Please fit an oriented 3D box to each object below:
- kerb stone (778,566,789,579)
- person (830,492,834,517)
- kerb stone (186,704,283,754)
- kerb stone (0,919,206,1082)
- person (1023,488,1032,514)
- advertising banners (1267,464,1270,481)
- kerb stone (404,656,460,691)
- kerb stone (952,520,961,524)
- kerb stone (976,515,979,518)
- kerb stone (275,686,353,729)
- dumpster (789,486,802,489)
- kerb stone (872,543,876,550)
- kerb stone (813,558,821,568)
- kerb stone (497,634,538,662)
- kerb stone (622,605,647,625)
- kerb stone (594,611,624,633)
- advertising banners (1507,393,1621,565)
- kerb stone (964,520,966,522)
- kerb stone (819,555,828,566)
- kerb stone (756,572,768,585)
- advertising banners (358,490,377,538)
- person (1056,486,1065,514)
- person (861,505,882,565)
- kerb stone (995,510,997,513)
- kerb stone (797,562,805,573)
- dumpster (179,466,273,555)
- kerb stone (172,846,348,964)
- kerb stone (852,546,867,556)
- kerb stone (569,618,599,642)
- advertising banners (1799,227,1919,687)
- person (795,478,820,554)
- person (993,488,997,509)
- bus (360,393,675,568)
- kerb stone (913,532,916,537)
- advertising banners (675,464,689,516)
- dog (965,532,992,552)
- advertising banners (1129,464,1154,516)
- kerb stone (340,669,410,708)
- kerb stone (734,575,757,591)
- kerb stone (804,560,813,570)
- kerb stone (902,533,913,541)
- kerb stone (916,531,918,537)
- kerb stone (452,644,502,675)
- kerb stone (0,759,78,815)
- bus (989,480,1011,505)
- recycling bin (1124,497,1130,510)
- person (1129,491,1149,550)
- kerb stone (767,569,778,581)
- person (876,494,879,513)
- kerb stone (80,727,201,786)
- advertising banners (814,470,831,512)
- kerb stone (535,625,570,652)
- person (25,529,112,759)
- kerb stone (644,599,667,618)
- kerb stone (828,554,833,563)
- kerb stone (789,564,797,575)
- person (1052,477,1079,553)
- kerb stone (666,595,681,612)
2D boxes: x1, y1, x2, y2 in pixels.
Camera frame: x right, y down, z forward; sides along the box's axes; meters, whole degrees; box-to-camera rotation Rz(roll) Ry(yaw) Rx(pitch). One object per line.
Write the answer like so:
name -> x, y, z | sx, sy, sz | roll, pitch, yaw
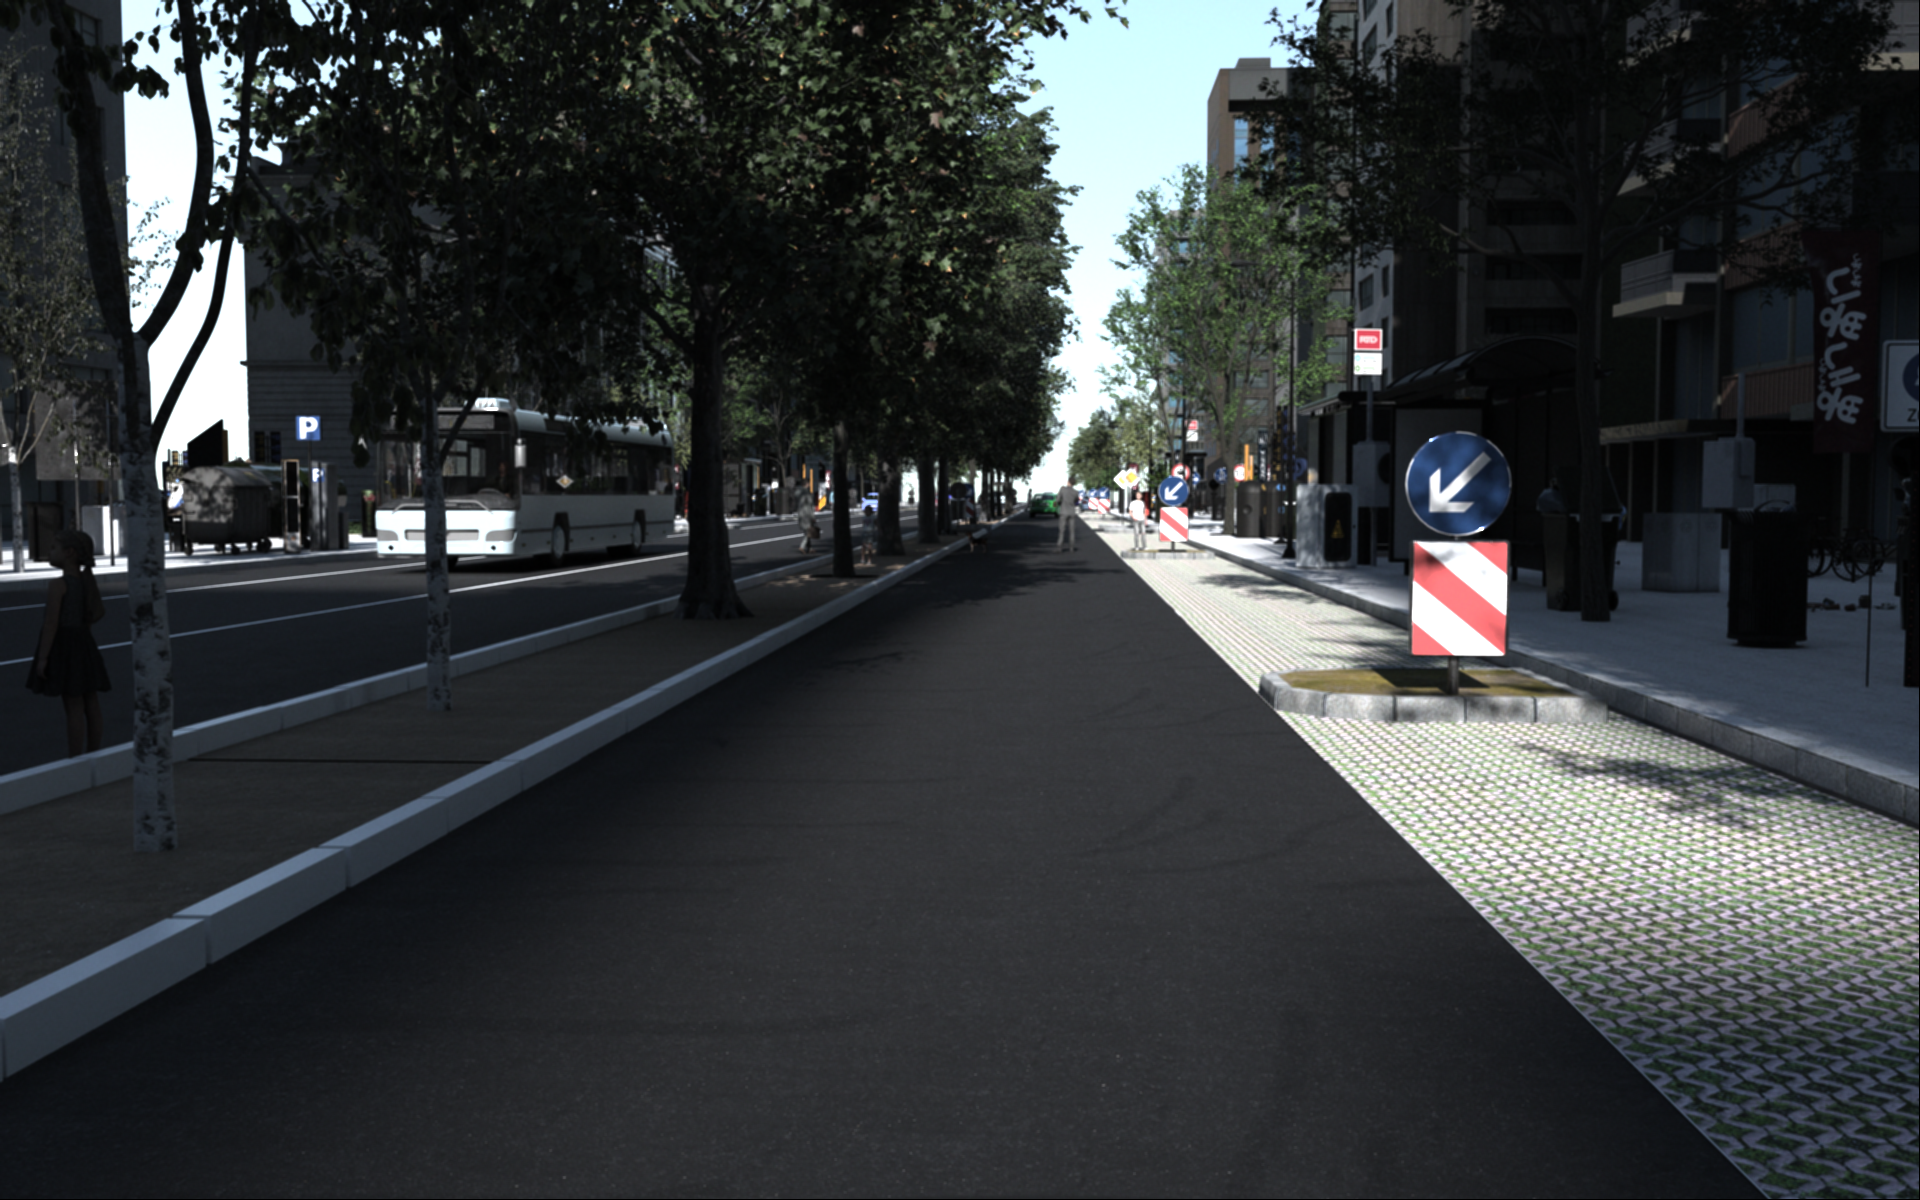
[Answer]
kerb stone -> -3.090, -0.442, 29.420 | 0.120, 0.150, 1.000 | 0, 4, 3
person -> -7.837, -6.141, 108.769 | 0.638, 1.841, 0.748 | 0, 4, 2
kerb stone -> -4.187, 0.749, 9.954 | 0.120, 0.150, 1.000 | 0, 4, 3
kerb stone -> -2.373, 1.071, 4.750 | 0.120, 0.150, 1.000 | 0, 4, 3
person -> 4.984, -7.188, 125.872 | 0.795, 1.843, 0.661 | 0, 4, 7
advertising banners -> 17.398, -6.368, 100.304 | 2.074, 3.025, 0.090 | -3, 4, -38
kerb stone -> -4.012, 0.561, 13.023 | 0.120, 0.150, 1.000 | 0, 4, 3
kerb stone -> -0.152, -3.666, 82.140 | 0.120, 0.150, 1.000 | 0, 4, 3
kerb stone -> 1.260, -5.225, 107.723 | 0.120, 0.150, 1.000 | 0, 4, 3
kerb stone -> -4.125, 0.690, 10.980 | 0.120, 0.150, 1.000 | 0, 4, 3
dumpster -> -11.542, -7.114, 122.077 | 1.264, 1.857, 1.865 | 0, 4, 3
kerb stone -> -2.299, -1.317, 43.730 | 0.120, 0.150, 1.000 | 0, 4, 3
kerb stone -> -2.872, -0.687, 33.507 | 0.120, 0.150, 1.000 | 0, 4, 3
kerb stone -> -3.903, 0.436, 15.070 | 0.120, 0.150, 1.000 | 0, 4, 3
kerb stone -> -3.672, 0.188, 19.173 | 0.120, 0.150, 1.000 | 0, 4, 3
kerb stone -> -3.730, 0.248, 18.144 | 0.120, 0.150, 1.000 | 0, 4, 3
advertising banners -> 10.499, -2.078, 30.166 | 2.074, 3.025, 0.090 | 0, 4, -4
kerb stone -> 0.128, -3.979, 87.251 | 0.120, 0.150, 1.000 | 0, 4, 3
kerb stone -> -2.807, -0.754, 34.527 | 0.120, 0.150, 1.000 | 0, 4, 3
kerb stone -> -3.212, -0.317, 27.372 | 0.120, 0.150, 1.000 | 0, 4, 3
advertising banners -> -16.705, -3.365, 51.205 | 2.074, 3.025, 0.090 | -1, 4, -22
person -> 4.439, -4.023, 74.524 | 0.600, 1.795, 0.529 | 1, 4, 9
person -> -1.780, -1.300, 34.771 | 0.505, 1.210, 0.382 | 1, 4, 17
kerb stone -> 3.155, -7.298, 141.521 | 0.120, 0.150, 1.000 | 0, 4, 3
kerb stone -> -2.987, -0.563, 31.466 | 0.120, 0.150, 1.000 | 0, 4, 3
dumpster -> -15.605, -1.901, 36.843 | 1.264, 1.857, 1.865 | 0, 4, 3
kerb stone -> -2.314, 1.005, 5.780 | 0.120, 0.150, 1.000 | 0, 4, 3
kerb stone -> -2.413, -1.192, 41.689 | 0.120, 0.150, 1.000 | 0, 4, 3
kerb stone -> -3.784, 0.310, 17.123 | 0.120, 0.150, 1.000 | 0, 4, 3
advertising banners -> 6.554, -0.931, 11.405 | 2.074, 3.025, 0.090 | 0, 4, 4
person -> -3.650, -2.011, 41.481 | 0.694, 1.812, 0.767 | 3, 5, 45
person -> 1.991, -6.078, 107.715 | 0.661, 1.843, 0.795 | 0, 4, -8
bus -> -8.786, -2.538, 36.350 | 2.948, 3.499, 13.247 | 0, 4, 4
kerb stone -> -1.610, -2.070, 56.036 | 0.120, 0.150, 1.000 | 0, 4, 3
advertising banners -> -15.872, -6.411, 101.000 | 2.074, 3.025, 0.090 | -2, 4, -26
dog -> 0.446, -1.428, 42.631 | 0.540, 0.507, 0.406 | -2, 4, -32
advertising banners -> 10.781, -6.337, 99.791 | 2.074, 3.025, 0.090 | 0, 4, -1
kerb stone -> -4.074, 0.623, 12.002 | 0.120, 0.150, 1.000 | 0, 4, 3
kerb stone -> -3.271, -0.254, 26.342 | 0.120, 0.150, 1.000 | 0, 4, 3
kerb stone -> -2.932, -0.629, 32.486 | 0.120, 0.150, 1.000 | 0, 4, 3
kerb stone -> -1.674, -2.004, 55.003 | 0.120, 0.150, 1.000 | 0, 4, 3
kerb stone -> -1.569, -2.129, 57.059 | 0.120, 0.150, 1.000 | 0, 4, 3
kerb stone -> -3.956, 0.498, 14.049 | 0.120, 0.150, 1.000 | 0, 4, 3
kerb stone -> -4.299, 0.875, 7.898 | 0.120, 0.150, 1.000 | 0, 4, 3
bus -> 5.149, -13.553, 216.451 | 2.948, 3.499, 13.247 | 0, 4, 2
recycling bin -> 13.067, -7.624, 137.205 | 0.722, 1.027, 0.722 | 1, 4, 21
person -> 4.464, -1.946, 42.905 | 0.523, 1.515, 0.503 | 3, 5, 40
kerb stone -> -3.166, -0.377, 28.397 | 0.120, 0.150, 1.000 | 0, 4, 3
person -> -6.056, -7.482, 131.007 | 0.537, 1.800, 0.526 | 2, 4, 33
kerb stone -> -4.234, 0.812, 8.927 | 0.120, 0.150, 1.000 | 0, 4, 3
advertising banners -> -10.394, -7.949, 126.157 | 2.074, 3.025, 0.090 | 0, 4, -7
kerb stone -> -3.844, 0.373, 16.090 | 0.120, 0.150, 1.000 | 0, 4, 3
person -> -4.533, 0.268, 8.781 | 0.373, 1.253, 0.362 | 1, 4, 10
kerb stone -> -3.615, 0.124, 20.199 | 0.120, 0.150, 1.000 | 0, 4, 3
kerb stone -> -2.757, -0.817, 35.548 | 0.120, 0.150, 1.000 | 0, 4, 3
kerb stone -> -3.038, -0.504, 30.442 | 0.120, 0.150, 1.000 | 0, 4, 3
person -> 2.589, -2.089, 42.462 | 0.655, 1.846, 0.447 | -1, 4, -14
kerb stone -> -3.556, 0.062, 21.220 | 0.120, 0.150, 1.000 | 0, 4, 3
